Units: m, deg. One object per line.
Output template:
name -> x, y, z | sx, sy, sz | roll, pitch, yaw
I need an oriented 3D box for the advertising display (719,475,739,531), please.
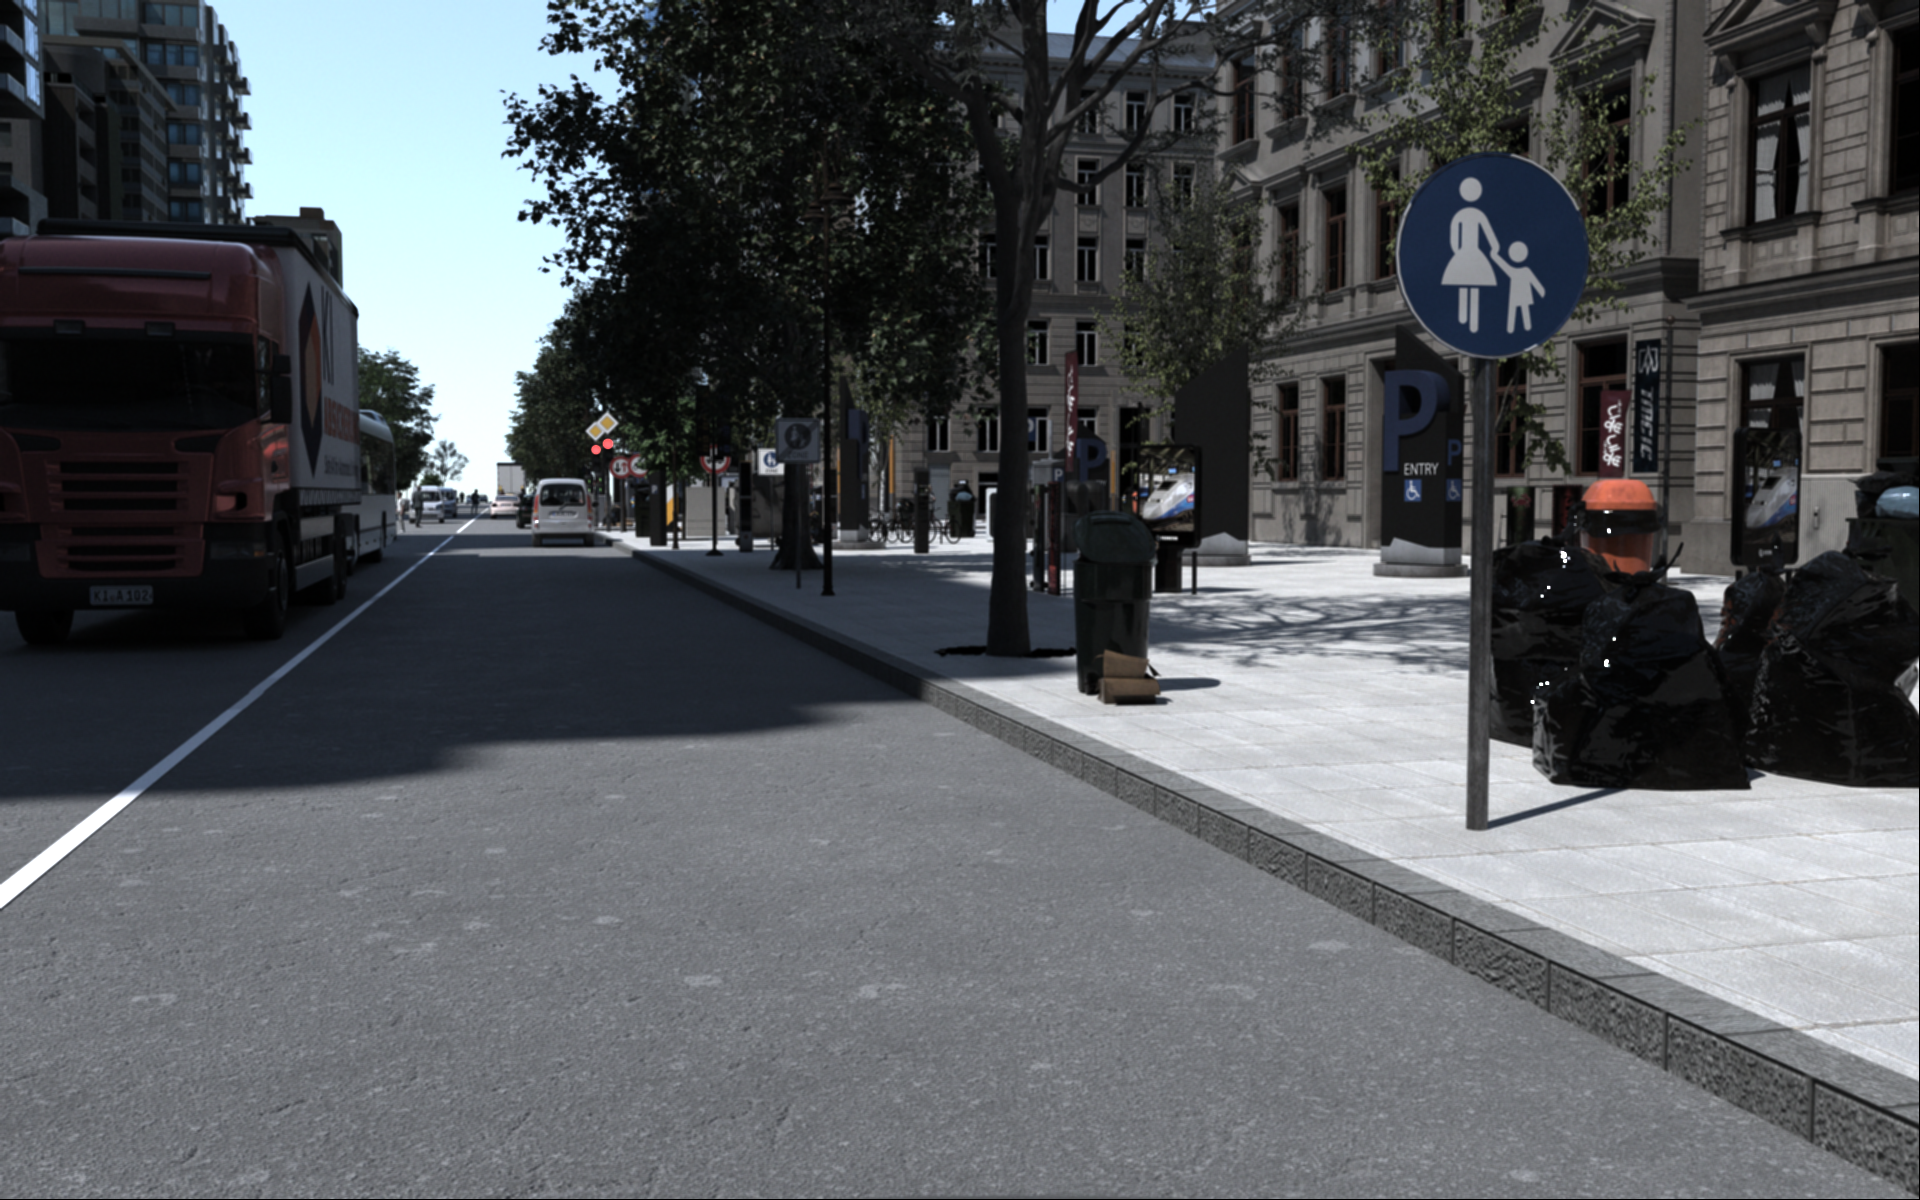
advertising display -> -7.812, -3.323, 59.541 | 0.974, 1.923, 0.123 | -2, 4, -29

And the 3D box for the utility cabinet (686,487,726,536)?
utility cabinet -> -7.696, -2.670, 52.330 | 1.173, 1.500, 0.318 | -1, 4, -19

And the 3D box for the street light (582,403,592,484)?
street light -> -17.688, -6.689, 82.148 | 0.468, 5.910, 1.993 | -1, 4, -15

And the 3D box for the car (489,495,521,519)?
car -> -26.028, -5.338, 99.630 | 2.083, 1.381, 4.827 | -1, 4, -14

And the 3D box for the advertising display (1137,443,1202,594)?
advertising display -> 2.703, -1.053, 22.425 | 0.974, 1.923, 0.123 | 3, 5, 45

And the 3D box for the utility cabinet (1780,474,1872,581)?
utility cabinet -> 9.397, -0.633, 19.027 | 0.318, 1.500, 1.173 | -2, 4, -30

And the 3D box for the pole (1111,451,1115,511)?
pole -> 7.221, -5.375, 81.718 | 0.158, 3.312, 0.155 | 0, 3, 0

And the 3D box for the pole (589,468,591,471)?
pole -> -27.641, -8.298, 129.511 | 0.158, 3.312, 0.155 | 0, 3, 0

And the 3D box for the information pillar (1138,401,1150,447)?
information pillar -> 4.654, -3.220, 44.002 | 0.183, 3.616, 0.504 | 2, 4, 35

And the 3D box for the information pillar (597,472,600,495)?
information pillar -> -24.722, -7.766, 118.321 | 0.504, 3.616, 0.183 | 0, 4, 6

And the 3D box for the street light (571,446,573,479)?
street light -> -22.610, -7.834, 100.881 | 0.468, 5.910, 1.993 | -1, 4, -15

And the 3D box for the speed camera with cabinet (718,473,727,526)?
speed camera with cabinet -> -9.603, -4.600, 69.553 | 0.660, 3.252, 2.038 | -2, 4, -26

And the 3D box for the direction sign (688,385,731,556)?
direction sign -> -5.130, -2.696, 36.083 | 0.876, 3.537, 0.379 | -3, 5, -45

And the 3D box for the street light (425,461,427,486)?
street light -> -67.242, -15.008, 218.165 | 0.468, 5.910, 1.993 | -1, 4, -15

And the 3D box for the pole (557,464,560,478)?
pole -> -26.460, -7.365, 114.253 | 0.158, 3.312, 0.155 | 0, 3, 0

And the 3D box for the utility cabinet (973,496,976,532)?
utility cabinet -> 0.287, -2.875, 58.164 | 0.306, 1.237, 1.020 | 1, 4, 12

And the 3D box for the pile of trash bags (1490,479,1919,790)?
pile of trash bags -> 3.703, 0.041, 9.075 | 1.912, 1.369, 3.447 | 1, 4, 9

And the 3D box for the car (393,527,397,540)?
car -> -18.311, -2.486, 53.010 | 2.083, 1.381, 4.827 | -1, 4, -15

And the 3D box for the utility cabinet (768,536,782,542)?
utility cabinet -> -4.842, -2.280, 45.953 | 0.318, 1.500, 1.173 | 0, 4, 6

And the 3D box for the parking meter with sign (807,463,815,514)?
parking meter with sign -> -6.193, -4.441, 68.879 | 0.543, 3.016, 1.738 | -1, 4, -17

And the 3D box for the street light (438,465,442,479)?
street light -> -77.045, -17.290, 255.472 | 0.468, 5.910, 1.993 | -1, 4, -15

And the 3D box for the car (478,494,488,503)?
car -> -76.823, -16.292, 278.379 | 2.014, 1.417, 4.499 | -1, 4, -16

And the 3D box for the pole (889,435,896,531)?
pole -> -2.334, -4.033, 59.790 | 0.158, 3.312, 0.155 | 0, 3, 0

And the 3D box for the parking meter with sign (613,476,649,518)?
parking meter with sign -> -15.385, -5.203, 81.333 | 1.738, 3.016, 0.543 | -2, 4, -32

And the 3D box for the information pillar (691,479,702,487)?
information pillar -> -19.479, -8.339, 127.702 | 0.504, 3.616, 0.183 | 3, 5, 43

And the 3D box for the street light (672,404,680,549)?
street light -> -6.628, -4.122, 40.185 | 0.468, 5.910, 1.993 | -1, 4, -15

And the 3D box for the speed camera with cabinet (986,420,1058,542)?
speed camera with cabinet -> 1.716, -3.177, 46.285 | 2.038, 3.252, 0.660 | 2, 4, 26

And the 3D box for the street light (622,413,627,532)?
street light -> -11.396, -5.252, 58.660 | 0.468, 5.910, 1.993 | -1, 4, -15

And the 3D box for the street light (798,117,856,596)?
street light -> -1.673, -2.995, 21.759 | 0.468, 5.910, 1.993 | -1, 4, -15

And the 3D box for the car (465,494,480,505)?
car -> -66.154, -13.650, 235.181 | 2.014, 1.417, 4.499 | -1, 4, -15

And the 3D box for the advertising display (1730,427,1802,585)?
advertising display -> 7.879, -0.717, 16.935 | 0.974, 1.923, 0.123 | -2, 4, -33

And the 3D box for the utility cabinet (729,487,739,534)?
utility cabinet -> -6.716, -2.809, 54.610 | 1.173, 1.500, 0.318 | -3, 5, -43

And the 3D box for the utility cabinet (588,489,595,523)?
utility cabinet -> -16.484, -4.168, 76.828 | 0.318, 1.500, 1.173 | -2, 4, -35

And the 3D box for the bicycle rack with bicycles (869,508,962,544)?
bicycle rack with bicycles -> -1.702, -1.933, 44.986 | 2.852, 0.926, 2.925 | -2, 4, -35

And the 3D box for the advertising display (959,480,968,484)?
advertising display -> 0.156, -4.442, 77.843 | 0.123, 1.923, 0.974 | -1, 4, -19

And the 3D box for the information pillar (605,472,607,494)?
information pillar -> -15.423, -5.158, 75.689 | 0.183, 3.616, 0.504 | -1, 4, -19

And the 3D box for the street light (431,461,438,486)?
street light -> -72.067, -16.137, 236.632 | 0.468, 5.910, 1.993 | -1, 4, -15

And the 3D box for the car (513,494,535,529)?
car -> -17.826, -3.876, 73.164 | 2.009, 1.686, 4.222 | -1, 4, -16

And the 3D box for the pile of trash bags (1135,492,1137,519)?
pile of trash bags -> 10.628, -4.621, 85.303 | 3.447, 1.369, 1.912 | -3, 5, -42

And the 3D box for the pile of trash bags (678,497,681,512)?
pile of trash bags -> -20.027, -6.804, 121.005 | 3.447, 1.369, 1.912 | -2, 4, -26

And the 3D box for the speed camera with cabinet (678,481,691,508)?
speed camera with cabinet -> -21.837, -8.640, 135.594 | 0.660, 3.252, 2.038 | 0, 4, 6

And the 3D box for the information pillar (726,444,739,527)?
information pillar -> -8.921, -4.684, 67.932 | 0.504, 3.616, 0.183 | -2, 4, -33

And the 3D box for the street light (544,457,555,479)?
street light -> -37.046, -11.215, 156.149 | 0.468, 5.910, 1.993 | -1, 4, -15

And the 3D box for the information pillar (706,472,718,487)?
information pillar -> -8.306, -3.280, 58.112 | 0.304, 2.012, 0.304 | -3, 4, -38

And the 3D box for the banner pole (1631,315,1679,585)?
banner pole -> 9.860, -2.114, 24.585 | 0.401, 3.779, 0.863 | -2, 4, -24

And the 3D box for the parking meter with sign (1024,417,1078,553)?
parking meter with sign -> 1.971, -2.588, 38.575 | 0.543, 3.016, 1.738 | -3, 4, -36

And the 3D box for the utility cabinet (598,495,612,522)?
utility cabinet -> -16.313, -4.123, 78.568 | 1.020, 1.237, 0.306 | -3, 5, -41

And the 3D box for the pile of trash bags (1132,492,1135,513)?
pile of trash bags -> 11.688, -7.411, 130.928 | 1.912, 1.369, 3.447 | -1, 4, -17

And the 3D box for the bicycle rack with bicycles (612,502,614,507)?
bicycle rack with bicycles -> -22.507, -5.841, 108.887 | 2.852, 0.926, 2.925 | -1, 4, -9

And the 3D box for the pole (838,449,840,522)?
pole -> -5.424, -5.167, 78.323 | 0.158, 3.312, 0.155 | 0, 3, 0
